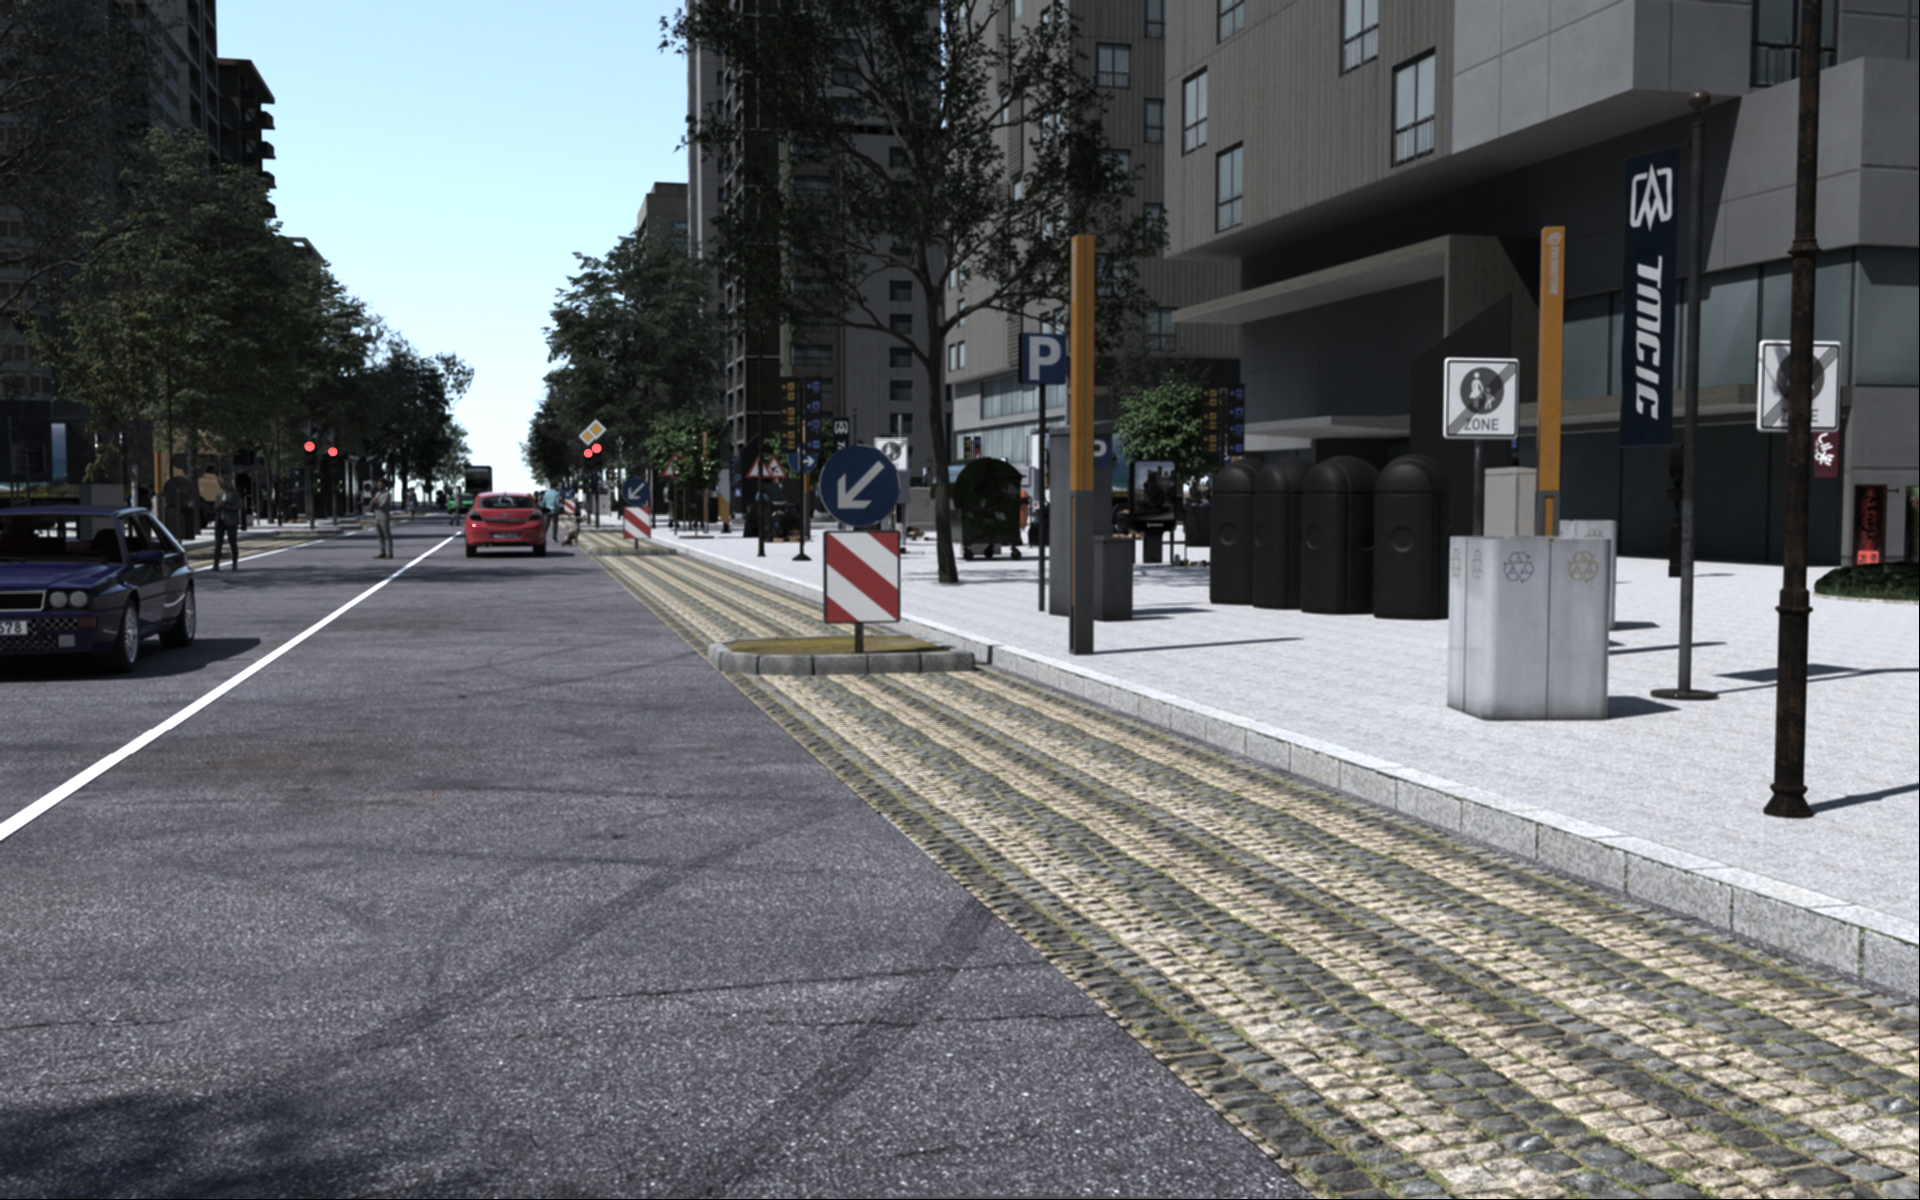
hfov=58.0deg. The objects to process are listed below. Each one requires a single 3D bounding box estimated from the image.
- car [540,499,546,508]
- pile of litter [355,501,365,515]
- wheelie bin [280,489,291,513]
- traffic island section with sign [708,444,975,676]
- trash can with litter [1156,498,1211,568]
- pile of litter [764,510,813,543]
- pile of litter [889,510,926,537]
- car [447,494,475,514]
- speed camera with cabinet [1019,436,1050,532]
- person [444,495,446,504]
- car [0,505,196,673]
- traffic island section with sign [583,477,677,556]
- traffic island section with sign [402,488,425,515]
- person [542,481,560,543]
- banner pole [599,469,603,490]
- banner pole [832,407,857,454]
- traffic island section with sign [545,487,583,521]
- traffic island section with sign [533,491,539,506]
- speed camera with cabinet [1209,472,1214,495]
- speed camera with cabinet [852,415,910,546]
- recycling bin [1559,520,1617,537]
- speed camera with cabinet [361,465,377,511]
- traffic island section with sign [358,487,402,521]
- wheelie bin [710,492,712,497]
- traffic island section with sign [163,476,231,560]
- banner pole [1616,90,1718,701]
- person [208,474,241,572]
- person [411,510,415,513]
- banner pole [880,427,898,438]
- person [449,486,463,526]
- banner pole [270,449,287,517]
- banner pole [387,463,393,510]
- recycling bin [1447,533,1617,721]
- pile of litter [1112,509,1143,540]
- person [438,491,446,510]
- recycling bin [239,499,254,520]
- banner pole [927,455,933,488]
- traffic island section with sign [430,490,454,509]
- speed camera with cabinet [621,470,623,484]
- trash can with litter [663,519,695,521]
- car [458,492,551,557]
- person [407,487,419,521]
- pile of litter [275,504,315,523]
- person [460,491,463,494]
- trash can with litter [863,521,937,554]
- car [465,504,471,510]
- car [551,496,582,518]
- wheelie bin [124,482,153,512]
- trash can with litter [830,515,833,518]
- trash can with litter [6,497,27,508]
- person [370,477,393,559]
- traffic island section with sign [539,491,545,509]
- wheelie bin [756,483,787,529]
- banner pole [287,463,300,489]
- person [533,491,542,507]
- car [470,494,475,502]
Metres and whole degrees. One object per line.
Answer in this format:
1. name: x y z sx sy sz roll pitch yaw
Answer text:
1. car: -35.690 -8.476 151.160 1.945 1.354 3.894 -1 4 -14
2. pile of litter: -37.994 -5.808 108.927 1.176 0.858 1.719 -2 4 -26
3. wheelie bin: -44.610 -6.536 114.777 0.980 1.594 0.693 -1 4 -15
4. traffic island section with sign: -1.087 -0.364 14.572 1.989 1.847 2.006 -1 4 -14
5. trash can with litter: 4.631 -1.196 30.610 2.233 1.210 1.678 1 4 10
6. pile of litter: -4.609 -1.984 46.410 1.719 0.858 1.176 -3 5 -40
7. pile of litter: -1.571 -2.319 51.886 1.176 0.858 1.719 1 4 23
8. car: -35.510 -7.001 123.258 1.959 1.807 4.718 -1 4 -15
9. speed camera with cabinet: 2.951 -3.929 58.573 2.038 3.252 0.660 2 4 33
10. person: -47.756 -9.073 160.071 0.599 1.433 0.991 0 4 -2
11. car: -7.772 -0.140 14.863 1.945 1.354 3.894 -1 4 -14
12. traffic island section with sign: -7.773 -1.967 40.782 1.989 1.847 2.006 -1 4 -14
13. traffic island section with sign: -37.636 -6.713 118.388 1.989 1.847 2.006 -1 4 -14
14. person: -12.121 -2.612 51.228 0.660 1.820 0.620 1 4 18
15. banner pole: -25.361 -8.060 121.802 0.863 3.779 0.401 3 4 37
16. banner pole: -3.240 -3.647 49.653 0.863 3.779 0.401 0 4 2
17. traffic island section with sign: -21.190 -5.184 93.385 1.989 1.847 2.006 -1 4 -14
18. traffic island section with sign: -40.516 -9.824 169.254 1.989 1.847 2.006 -1 4 -14
19. speed camera with cabinet: 9.614 -4.528 68.370 0.660 3.252 2.038 1 4 18
20. speed camera with cabinet: -2.013 -3.021 43.725 0.660 3.252 2.038 -2 4 -33
21. recycling bin: 5.869 -0.247 16.589 0.722 1.027 0.722 1 4 16
22. speed camera with cabinet: -40.299 -7.474 116.532 2.038 3.252 0.660 1 4 15
23. traffic island section with sign: -30.961 -5.110 92.178 1.989 1.847 2.006 -1 4 -14
24. wheelie bin: -17.049 -6.630 116.303 0.693 1.594 0.980 -2 4 -35
25. traffic island section with sign: -17.139 -1.795 37.973 1.989 1.847 2.006 -1 4 -14
26. banner pole: 4.498 -1.287 11.053 0.401 3.779 0.863 -1 4 -21
27. person: -13.574 -1.429 32.048 0.537 1.800 0.526 1 4 16
28. person: -40.993 -7.411 129.773 0.635 1.810 0.391 2 4 31
29. banner pole: -2.569 -4.551 64.420 0.863 3.779 0.401 0 4 7
30. person: -22.620 -4.250 78.111 0.853 1.813 0.709 -3 4 -36
31. banner pole: -37.482 -6.410 94.827 0.401 3.779 0.863 1 4 16
32. banner pole: -45.944 -9.157 139.730 0.401 3.779 0.863 1 4 19
33. recycling bin: 3.313 0.148 10.130 0.722 1.027 0.722 0 4 -2
34. pile of litter: 4.645 -2.128 48.761 1.719 0.858 1.176 1 4 19
35. person: -47.172 -9.085 157.589 0.434 1.755 0.990 2 4 29
36. recycling bin: -35.244 -4.445 85.231 0.722 1.027 0.722 -3 5 -40
37. banner pole: -1.947 -7.428 111.469 0.401 3.779 0.863 2 4 30
38. traffic island section with sign: -49.897 -9.653 166.457 1.989 1.847 2.006 -1 4 -14
39. speed camera with cabinet: -27.349 -9.090 142.965 0.660 3.252 2.038 -3 5 -43
40. trash can with litter: -13.521 -4.466 84.069 2.233 1.210 1.678 -3 4 -37
41. car: -10.724 -1.943 40.811 2.155 1.783 4.494 -1 4 -15
42. person: -28.762 -5.040 90.990 0.616 1.811 0.778 -1 4 -20
43. pile of litter: -29.569 -3.858 77.041 1.719 0.858 1.176 -1 4 -18
44. person: -39.374 -7.820 136.454 0.694 1.812 0.767 -3 4 -38
45. trash can with litter: -1.725 -1.614 37.440 1.678 1.210 2.233 -3 5 -44
46. car: -16.694 -3.086 62.261 2.131 1.459 4.920 -1 4 -15
47. car: -23.683 -5.589 103.961 1.945 1.354 3.894 -1 4 -14
48. wheelie bin: -21.700 -2.318 45.814 0.693 1.594 0.980 -2 4 -28
49. trash can with litter: -7.000 -5.333 98.580 0.624 1.170 1.055 0 4 6
50. trash can with litter: -26.419 -2.337 49.275 1.678 1.210 2.233 -1 4 -12
51. person: -12.866 -1.820 38.445 0.511 1.800 0.466 2 4 24
52. traffic island section with sign: -28.081 -6.839 120.445 1.989 1.847 2.006 -1 4 -14
53. wheelie bin: -5.443 -2.554 49.674 0.693 1.594 0.980 3 4 38
54. banner pole: -43.671 -7.567 113.739 0.863 3.779 0.401 1 4 21
55. person: -37.735 -8.886 154.503 1.217 1.735 0.721 0 4 5
56. car: -42.247 -8.329 148.178 2.014 1.417 4.499 -1 4 -13
